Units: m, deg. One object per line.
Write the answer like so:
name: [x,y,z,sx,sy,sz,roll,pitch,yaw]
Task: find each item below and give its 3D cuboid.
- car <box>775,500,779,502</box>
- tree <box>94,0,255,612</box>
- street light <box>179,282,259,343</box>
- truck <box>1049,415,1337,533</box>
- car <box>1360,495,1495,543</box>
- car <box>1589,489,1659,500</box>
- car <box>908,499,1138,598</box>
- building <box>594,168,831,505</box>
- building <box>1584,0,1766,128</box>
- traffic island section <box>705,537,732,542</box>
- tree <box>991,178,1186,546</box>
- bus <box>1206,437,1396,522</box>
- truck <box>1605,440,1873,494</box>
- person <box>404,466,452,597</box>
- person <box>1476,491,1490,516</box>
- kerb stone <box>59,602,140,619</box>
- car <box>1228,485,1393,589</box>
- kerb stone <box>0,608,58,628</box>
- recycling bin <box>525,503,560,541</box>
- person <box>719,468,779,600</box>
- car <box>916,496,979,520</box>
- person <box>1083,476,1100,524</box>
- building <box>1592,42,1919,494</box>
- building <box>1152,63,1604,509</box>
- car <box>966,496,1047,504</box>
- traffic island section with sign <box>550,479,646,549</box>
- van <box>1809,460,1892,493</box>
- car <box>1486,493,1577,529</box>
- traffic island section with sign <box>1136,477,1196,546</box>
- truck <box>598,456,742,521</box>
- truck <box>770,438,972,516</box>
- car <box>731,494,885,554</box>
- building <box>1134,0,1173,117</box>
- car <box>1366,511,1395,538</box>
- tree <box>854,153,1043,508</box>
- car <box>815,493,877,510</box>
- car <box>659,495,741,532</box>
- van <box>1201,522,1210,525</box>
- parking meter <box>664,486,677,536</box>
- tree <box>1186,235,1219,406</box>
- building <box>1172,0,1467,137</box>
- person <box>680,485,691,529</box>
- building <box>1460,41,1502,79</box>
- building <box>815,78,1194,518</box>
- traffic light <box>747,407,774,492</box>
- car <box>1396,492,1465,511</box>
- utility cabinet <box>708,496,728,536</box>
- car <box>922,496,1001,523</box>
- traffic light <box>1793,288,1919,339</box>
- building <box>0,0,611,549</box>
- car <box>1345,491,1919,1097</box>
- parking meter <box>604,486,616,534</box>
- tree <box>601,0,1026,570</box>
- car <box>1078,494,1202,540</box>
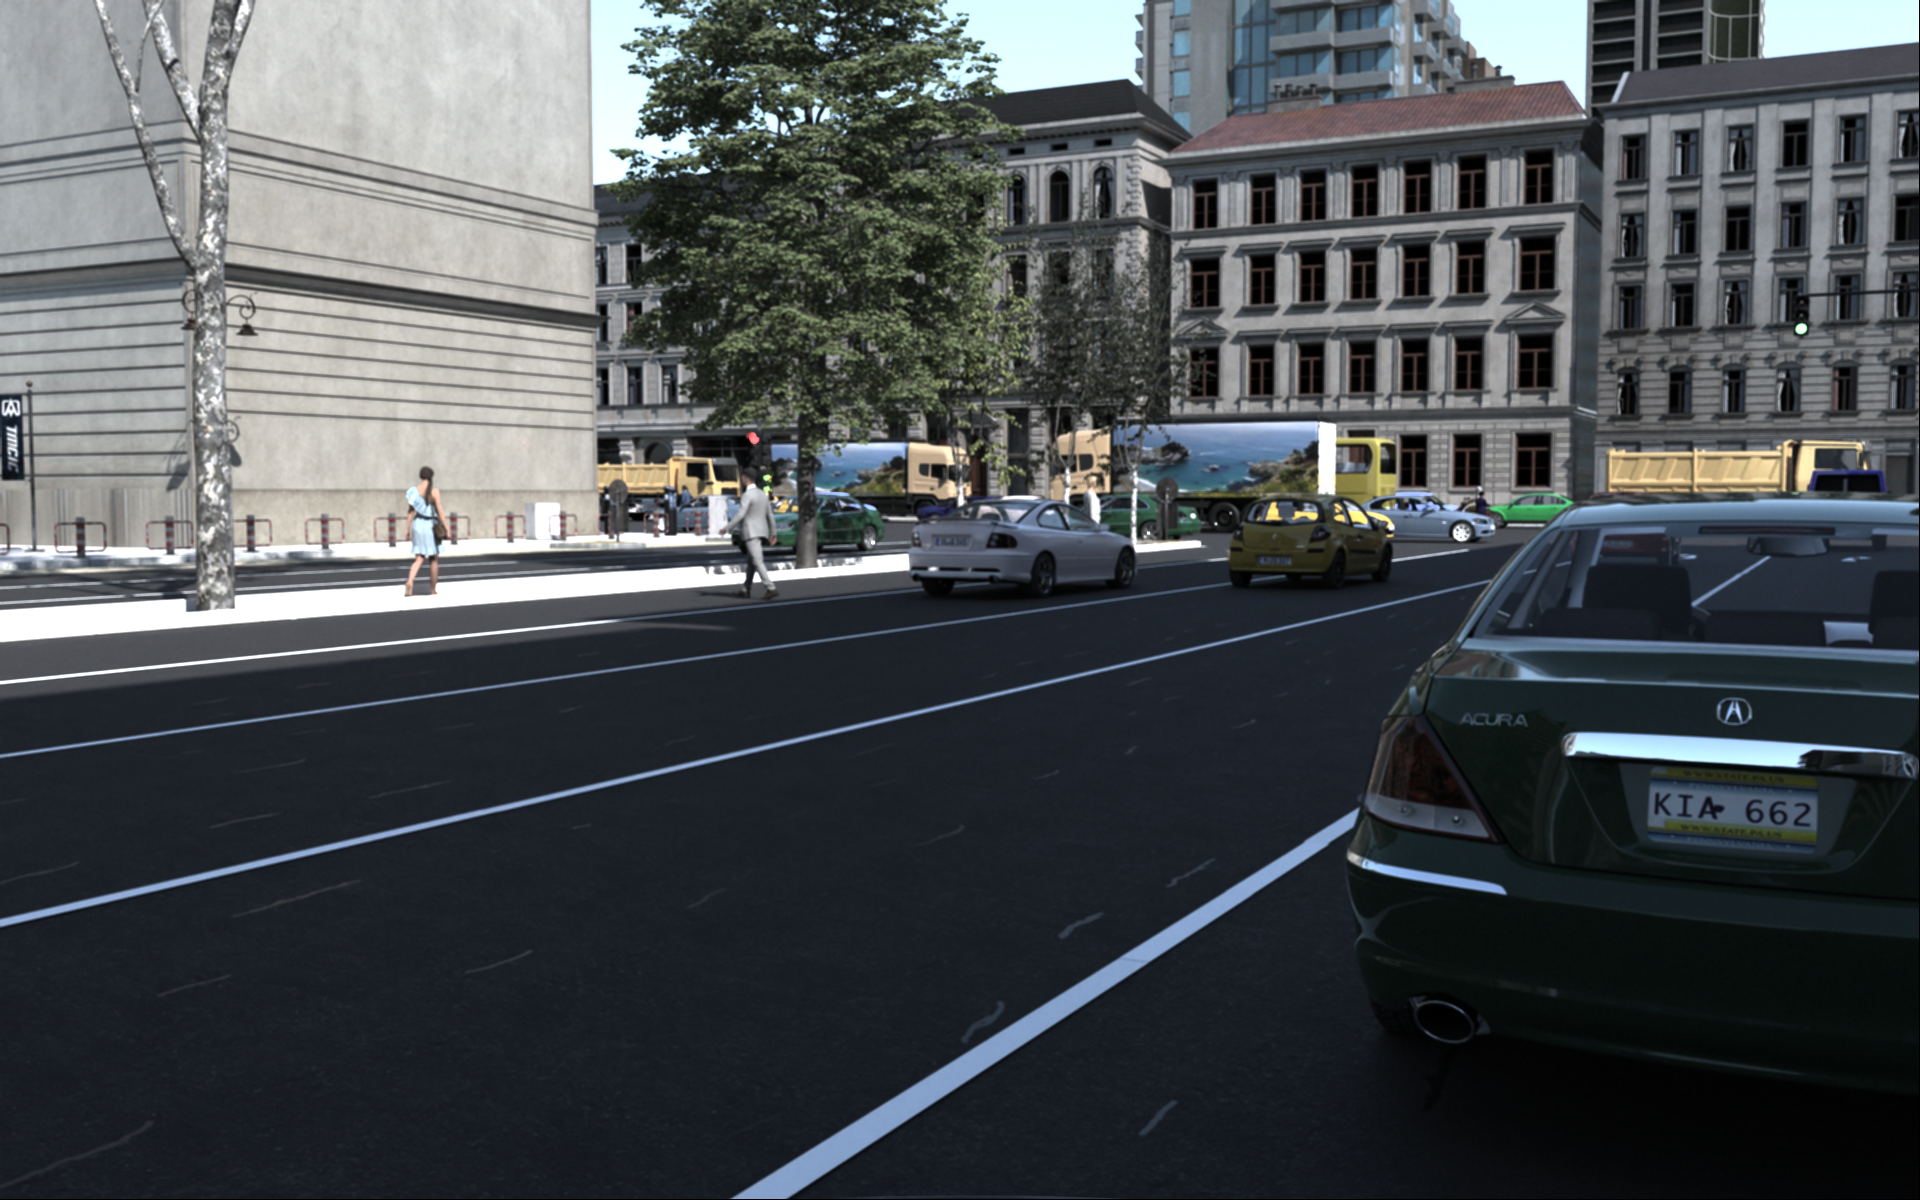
car: [-6.735,-4.363,83.701,4.827,1.381,2.083,2,4,28]
tree: [-9.251,-9.927,20.659,12.611,20.169,13.585,0,3,0]
street light: [-16.104,-3.977,37.814,0.468,5.910,1.993,2,4,28]
truck: [8.262,-4.655,65.024,11.283,4.237,2.839,2,4,27]
car: [13.725,-2.447,52.012,4.499,1.417,2.014,2,4,27]
car: [13.197,-1.539,34.201,2.155,1.783,4.494,2,4,26]
car: [1.023,-0.800,25.446,2.083,1.381,4.827,2,4,29]
building: [-24.429,-15.880,110.552,40.483,20.767,10.553,2,4,28]
building: [95.314,-48.551,232.055,20.611,71.187,20.563,2,4,28]
traffic island section: [-6.110,-1.863,52.748,2.009,0.180,2.903,2,4,28]
tree: [2.579,-5.371,40.632,4.360,8.622,3.978,0,3,0]
bus: [10.946,-4.729,68.871,12.252,3.916,2.896,2,4,29]
truck: [29.107,-4.150,63.769,9.791,3.379,3.469,2,4,30]
person: [-7.299,-0.926,23.728,0.616,1.811,0.778,1,4,15]
person: [18.758,-3.138,62.179,0.453,1.535,0.546,2,4,28]
kerb stone: [-9.976,0.135,19.981,0.120,0.150,1.000,2,4,28]
car: [5.674,-1.067,27.664,2.015,1.641,3.980,2,4,29]
kerb stone: [-10.450,0.191,19.068,0.120,0.150,1.000,2,4,28]
recycling bin: [-11.584,-2.172,48.062,0.722,1.027,0.722,-3,4,-39]
person: [-2.809,-0.907,23.597,0.850,1.792,0.678,2,4,27]
car: [-0.067,-4.250,82.071,3.894,1.354,1.945,2,4,28]
person: [2.489,-1.502,33.415,0.624,1.780,0.694,0,4,-6]
building: [38.668,-13.979,77.706,18.267,20.994,9.793,2,4,28]
building: [21.728,-15.395,87.857,21.152,22.565,11.583,2,4,28]
car: [2.450,-2.836,58.734,4.827,1.381,2.083,2,4,26]
traffic island section with sign: [-9.406,-2.267,45.700,1.989,1.847,2.006,2,4,28]
van: [23.318,-2.520,45.588,2.240,2.365,5.245,2,4,27]
car: [23.858,-3.876,72.171,4.718,1.807,1.959,2,4,26]
traffic island section with sign: [5.397,-2.378,47.014,2.006,1.907,1.989,2,4,28]
truck: [-15.501,-5.832,91.275,9.791,3.379,3.469,2,4,26]
truck: [-4.288,-6.099,88.638,11.283,4.237,2.839,2,4,26]
car: [-3.697,-1.885,42.626,2.131,1.459,4.920,2,4,29]
building: [35.034,-40.088,197.438,28.212,58.520,21.231,2,4,28]
car: [10.681,-2.475,50.693,3.980,1.641,2.015,2,4,29]
tree: [-0.060,-5.125,36.605,4.737,8.622,4.395,0,3,0]
car: [-5.398,-4.156,77.539,3.694,1.707,1.945,2,4,27]
car: [-9.531,-3.280,65.635,4.499,1.417,2.014,2,4,27]
van: [12.785,-4.513,80.804,4.112,2.044,2.013,2,4,26]
parking meter: [-8.873,-2.732,53.073,0.372,1.533,0.369,0,3,0]
tree: [4.685,-5.687,45.809,4.360,8.622,3.978,0,3,0]
building: [33.286,-33.003,159.202,23.786,49.044,30.456,2,4,28]
person: [-11.395,-3.863,71.848,0.419,1.800,0.721,1,4,13]
building: [47.747,-32.254,177.461,14.600,45.320,14.200,2,4,28]
building: [2.992,-16.364,96.423,19.941,23.489,11.050,2,4,28]
traffic light: [-6.079,-3.895,52.596,0.839,4.253,0.868,2,4,28]
car: [18.997,-3.761,71.077,3.694,1.707,1.945,2,4,27]
utility cabinet: [-7.485,-2.601,53.685,0.306,1.237,1.020,1,4,12]
car: [0.399,-3.664,72.493,3.894,1.354,1.945,2,4,27]
traffic light: [21.022,-3.893,38.319,4.771,5.953,1.251,2,4,28]
building: [-26.990,-13.403,52.424,30.059,22.955,16.112,2,4,28]
car: [2.595,0.386,5.484,2.131,1.459,4.920,2,4,27]
parking meter: [-11.053,-2.833,54.725,0.372,1.533,0.369,0,3,0]
tree: [-2.618,-6.734,30.678,7.486,12.596,7.792,0,3,0]
car: [4.649,-2.401,51.051,4.920,1.459,2.131,2,4,26]
